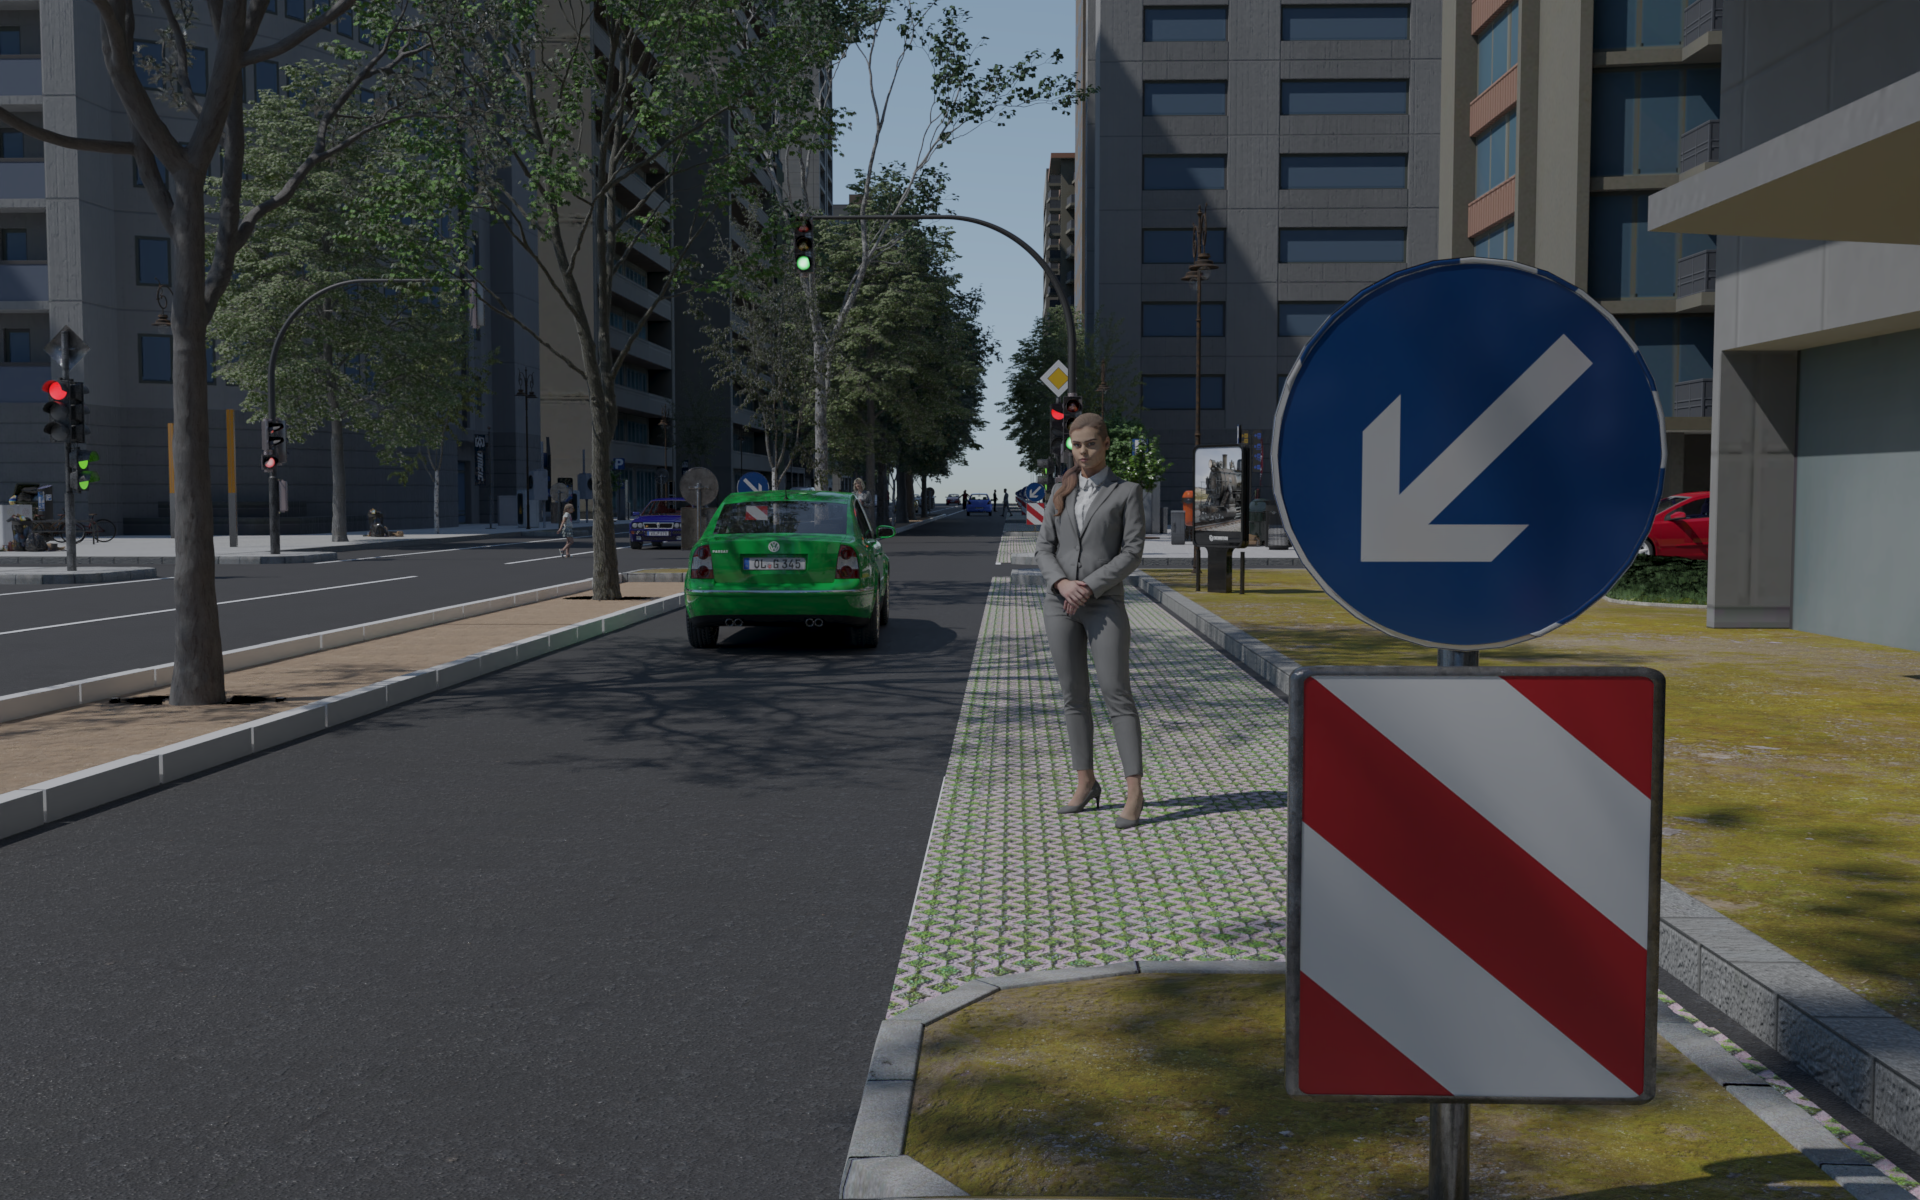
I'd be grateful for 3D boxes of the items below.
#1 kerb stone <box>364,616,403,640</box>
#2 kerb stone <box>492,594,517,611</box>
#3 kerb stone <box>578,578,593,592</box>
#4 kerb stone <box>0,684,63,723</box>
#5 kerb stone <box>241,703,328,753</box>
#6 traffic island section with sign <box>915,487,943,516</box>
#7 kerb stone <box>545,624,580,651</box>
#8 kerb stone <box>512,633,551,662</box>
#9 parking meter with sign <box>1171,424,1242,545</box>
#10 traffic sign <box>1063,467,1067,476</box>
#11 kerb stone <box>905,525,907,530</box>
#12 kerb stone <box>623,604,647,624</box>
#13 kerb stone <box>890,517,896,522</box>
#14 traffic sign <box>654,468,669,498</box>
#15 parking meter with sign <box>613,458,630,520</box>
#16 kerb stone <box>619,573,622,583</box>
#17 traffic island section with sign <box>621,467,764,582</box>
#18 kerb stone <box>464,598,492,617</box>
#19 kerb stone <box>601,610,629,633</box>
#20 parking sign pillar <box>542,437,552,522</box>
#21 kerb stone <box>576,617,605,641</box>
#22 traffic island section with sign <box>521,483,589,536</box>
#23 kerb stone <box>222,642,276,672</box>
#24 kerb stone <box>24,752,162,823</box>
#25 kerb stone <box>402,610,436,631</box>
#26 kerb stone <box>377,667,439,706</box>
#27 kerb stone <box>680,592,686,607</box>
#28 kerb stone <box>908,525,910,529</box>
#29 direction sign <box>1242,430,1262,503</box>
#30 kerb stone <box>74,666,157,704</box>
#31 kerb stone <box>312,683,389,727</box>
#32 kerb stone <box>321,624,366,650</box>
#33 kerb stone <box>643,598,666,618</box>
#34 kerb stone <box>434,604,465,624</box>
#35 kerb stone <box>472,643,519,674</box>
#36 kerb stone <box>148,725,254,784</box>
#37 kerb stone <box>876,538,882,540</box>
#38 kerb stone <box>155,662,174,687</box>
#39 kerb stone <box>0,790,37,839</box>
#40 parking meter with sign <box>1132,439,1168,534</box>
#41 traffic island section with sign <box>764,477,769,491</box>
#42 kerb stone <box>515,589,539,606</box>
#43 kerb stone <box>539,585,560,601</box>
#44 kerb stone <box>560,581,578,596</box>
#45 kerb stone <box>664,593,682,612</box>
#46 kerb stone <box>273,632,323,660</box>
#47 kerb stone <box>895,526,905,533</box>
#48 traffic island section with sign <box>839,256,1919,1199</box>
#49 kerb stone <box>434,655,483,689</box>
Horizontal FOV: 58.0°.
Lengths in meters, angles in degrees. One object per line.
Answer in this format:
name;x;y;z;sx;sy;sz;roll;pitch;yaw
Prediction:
kerb stone;-5.835;0.297;17.341;0.120;0.150;1.000;0;4;2
kerb stone;-5.721;0.049;21.429;0.120;0.150;1.000;0;4;2
kerb stone;-5.603;-0.197;25.532;0.120;0.150;1.000;0;4;2
kerb stone;-6.018;0.674;11.193;0.120;0.150;1.000;0;4;2
kerb stone;-3.954;0.748;10.086;0.120;0.150;1.000;0;4;2
traffic island section with sign;-1.981;-6.313;111.352;2.006;1.907;1.989;0;4;2
kerb stone;-3.774;0.364;16.241;0.120;0.150;1.000;0;4;2
kerb stone;-3.806;0.429;15.217;0.120;0.150;1.000;0;4;2
parking meter with sign;6.199;-2.898;43.635;1.738;3.016;0.543;0;4;5
traffic sign;5.027;-4.789;78.404;0.768;2.556;0.104;0;4;6
kerb stone;-2.245;-2.736;66.983;0.120;0.150;1.000;0;4;2
kerb stone;-3.682;0.176;19.326;0.120;0.150;1.000;0;4;2
kerb stone;-3.550;-4.366;93.722;0.120;0.150;1.000;0;4;2
traffic sign;-14.799;-5.249;85.933;0.768;2.556;0.104;1;4;9
parking meter with sign;-16.528;-5.420;84.878;0.543;3.016;1.738;0;3;0
kerb stone;-5.526;-0.330;27.595;0.120;0.150;1.000;0;4;2
traffic island section with sign;-4.457;-1.266;28.843;2.006;1.907;1.989;0;4;2
kerb stone;-5.749;0.109;20.406;0.120;0.150;1.000;0;4;2
kerb stone;-3.700;0.238;18.299;0.120;0.150;1.000;0;4;2
parking sign pillar;-19.343;-5.654;80.912;1.447;3.967;1.447;-1;4;-16
kerb stone;-3.746;0.301;17.268;0.120;0.150;1.000;0;4;2
traffic island section with sign;-13.920;-3.130;59.796;1.989;1.847;2.006;0;4;2
kerb stone;-5.928;0.485;14.266;0.120;0.150;1.000;0;4;2
kerb stone;-4.020;0.868;8.037;0.120;0.150;1.000;0;4;2
kerb stone;-5.812;0.235;18.363;0.120;0.150;1.000;0;4;2
kerb stone;-3.897;0.615;12.146;0.120;0.150;1.000;0;4;2
kerb stone;-3.585;-0.012;22.400;0.120;0.150;1.000;0;4;2
kerb stone;-2.191;-2.865;69.040;0.120;0.150;1.000;0;4;2
direction sign;10.306;-4.244;61.379;0.876;3.537;0.379;3;5;42
kerb stone;-5.992;0.610;12.223;0.120;0.150;1.000;0;4;2
kerb stone;-3.924;0.681;11.120;0.120;0.150;1.000;0;4;2
kerb stone;-5.869;0.359;16.319;0.120;0.150;1.000;0;4;2
kerb stone;-3.648;0.113;20.347;0.120;0.150;1.000;0;4;2
kerb stone;-5.784;0.172;19.385;0.120;0.150;1.000;0;4;2
kerb stone;-3.835;0.491;14.194;0.120;0.150;1.000;0;4;2
kerb stone;-3.985;0.808;9.062;0.120;0.150;1.000;0;4;2
kerb stone;-2.557;-2.111;56.711;0.120;0.150;1.000;0;4;2
kerb stone;-5.959;0.553;13.245;0.120;0.150;1.000;0;4;2
kerb stone;-4.050;0.930;7.013;0.120;0.150;1.000;0;4;2
parking meter with sign;6.122;-3.619;55.424;0.543;3.016;1.738;2;4;30
traffic island section with sign;-4.226;-1.719;36.246;2.006;1.907;1.989;0;4;2
kerb stone;-5.682;-0.016;22.453;0.120;0.150;1.000;0;4;2
kerb stone;-5.655;-0.079;23.488;0.120;0.150;1.000;0;4;2
kerb stone;-5.621;-0.141;24.510;0.120;0.150;1.000;0;4;2
kerb stone;-3.618;0.050;21.373;0.120;0.150;1.000;0;4;2
kerb stone;-5.908;0.422;15.288;0.120;0.150;1.000;0;4;2
kerb stone;-2.274;-2.675;65.961;0.120;0.150;1.000;0;4;2
traffic island section with sign;0.775;0.301;3.705;1.989;1.847;2.006;0;4;2
kerb stone;-3.862;0.558;13.168;0.120;0.150;1.000;0;4;2
